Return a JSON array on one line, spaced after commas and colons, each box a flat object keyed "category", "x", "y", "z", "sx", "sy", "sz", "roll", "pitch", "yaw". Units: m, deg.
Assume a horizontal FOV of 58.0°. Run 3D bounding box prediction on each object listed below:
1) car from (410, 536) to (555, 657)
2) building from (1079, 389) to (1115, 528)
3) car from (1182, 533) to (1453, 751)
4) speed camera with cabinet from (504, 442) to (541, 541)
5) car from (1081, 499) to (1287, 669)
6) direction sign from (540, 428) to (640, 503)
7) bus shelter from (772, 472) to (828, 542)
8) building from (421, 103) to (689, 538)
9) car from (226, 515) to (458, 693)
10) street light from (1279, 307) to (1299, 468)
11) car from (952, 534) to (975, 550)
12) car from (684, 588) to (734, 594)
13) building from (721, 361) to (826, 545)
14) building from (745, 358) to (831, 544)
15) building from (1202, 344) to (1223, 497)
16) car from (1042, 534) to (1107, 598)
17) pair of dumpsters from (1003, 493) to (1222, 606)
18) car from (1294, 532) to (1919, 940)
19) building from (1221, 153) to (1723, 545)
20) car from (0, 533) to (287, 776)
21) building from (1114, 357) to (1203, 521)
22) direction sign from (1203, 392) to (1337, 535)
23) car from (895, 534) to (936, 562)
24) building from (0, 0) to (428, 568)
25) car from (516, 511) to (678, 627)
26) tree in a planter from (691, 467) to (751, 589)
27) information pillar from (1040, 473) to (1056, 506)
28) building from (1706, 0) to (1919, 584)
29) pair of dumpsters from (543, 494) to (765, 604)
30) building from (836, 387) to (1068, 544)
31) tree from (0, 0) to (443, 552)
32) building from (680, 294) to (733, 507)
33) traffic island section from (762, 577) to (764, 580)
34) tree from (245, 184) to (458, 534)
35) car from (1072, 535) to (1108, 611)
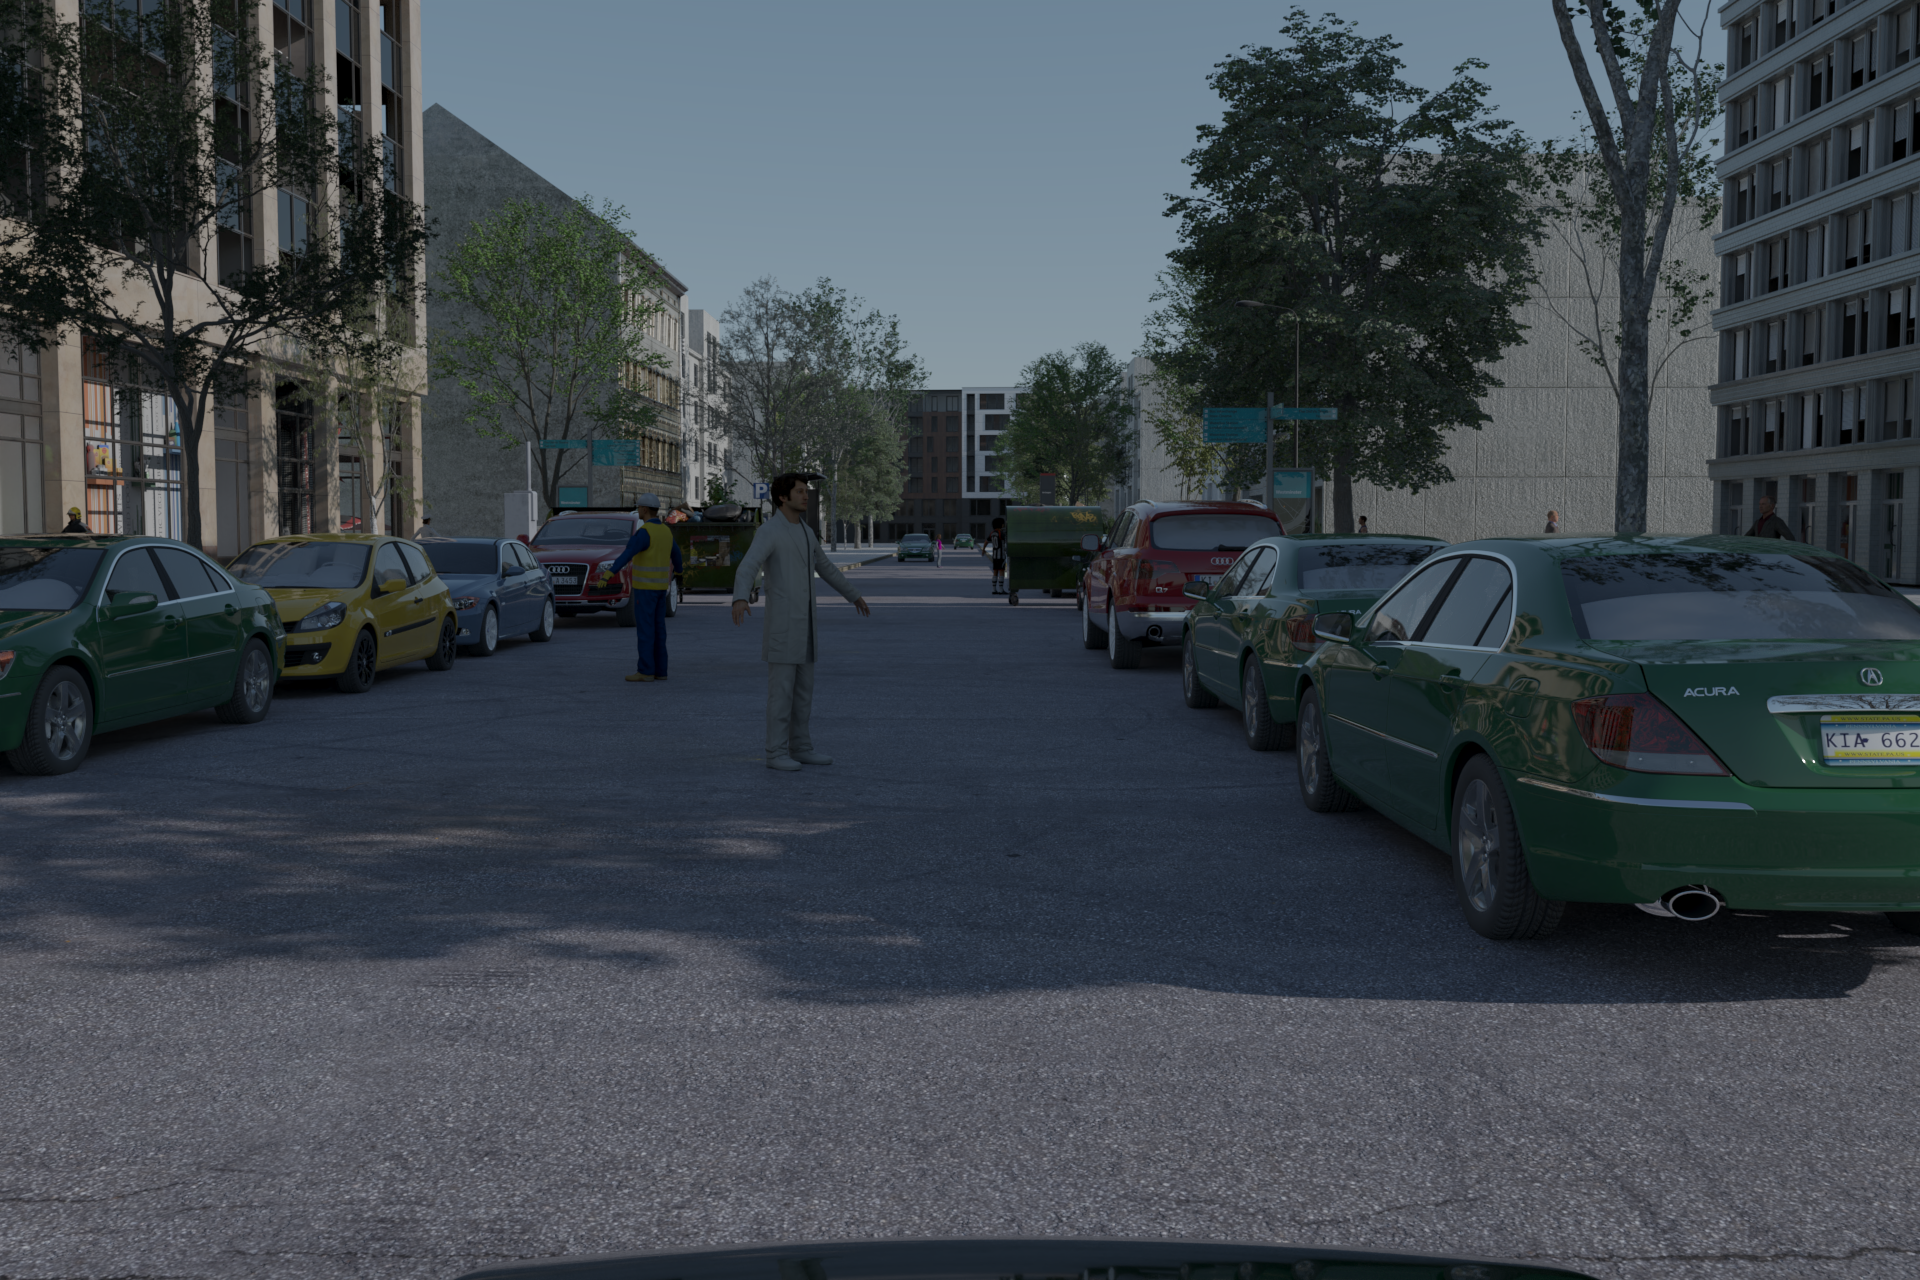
[{"category": "car", "x": -6.337, "y": -0.598, "z": 21.781, "sx": 2.014, "sy": 1.417, "sz": 4.499, "roll": 0, "pitch": 4, "yaw": 0}, {"category": "building", "x": 24.190, "y": -24.289, "z": 228.050, "sx": 19.493, "sy": 23.208, "sz": 18.063, "roll": 0, "pitch": 3, "yaw": 0}, {"category": "car", "x": 2.806, "y": -0.066, "z": 12.882, "sx": 2.131, "sy": 1.459, "sz": 4.920, "roll": 0, "pitch": 4, "yaw": -1}, {"category": "speed camera with cabinet", "x": -9.448, "y": -2.662, "z": 37.860, "sx": 0.660, "sy": 3.252, "sz": 2.038, "roll": 0, "pitch": 4, "yaw": -1}, {"category": "car", "x": 2.586, "y": -0.689, "z": 19.939, "sx": 2.281, "sy": 1.827, "sz": 5.304, "roll": 0, "pitch": 4, "yaw": -1}, {"category": "direction sign", "x": -9.324, "y": -3.396, "z": 44.281, "sx": 2.525, "sy": 3.948, "sz": 1.411, "roll": 0, "pitch": 4, "yaw": 0}, {"category": "bus shelter", "x": -6.290, "y": -4.725, "z": 68.543, "sx": 1.731, "sy": 3.624, "sz": 6.357, "roll": 0, "pitch": 4, "yaw": 0}, {"category": "building", "x": -26.544, "y": -16.325, "z": 97.849, "sx": 19.493, "sy": 23.208, "sz": 18.063, "roll": 0, "pitch": 4, "yaw": 1}, {"category": "car", "x": -6.200, "y": -0.402, "z": 16.800, "sx": 2.015, "sy": 1.641, "sz": 3.980, "roll": 0, "pitch": 4, "yaw": 0}, {"category": "street light", "x": 7.250, "y": -3.796, "z": 34.614, "sx": 1.470, "sy": 5.913, "sz": 1.316, "roll": 0, "pitch": 3, "yaw": 0}, {"category": "car", "x": 0.338, "y": -9.045, "z": 159.689, "sx": 2.131, "sy": 1.459, "sz": 4.920, "roll": 0, "pitch": 3, "yaw": 0}, {"category": "car", "x": -6.226, "y": -1.993, "z": 42.812, "sx": 2.015, "sy": 1.641, "sz": 3.980, "roll": 0, "pitch": 3, "yaw": 0}, {"category": "building", "x": -24.424, "y": -19.976, "z": 193.061, "sx": 16.747, "sy": 18.905, "sz": 31.486, "roll": 0, "pitch": 4, "yaw": -1}, {"category": "building", "x": -26.451, "y": -24.154, "z": 225.846, "sx": 19.493, "sy": 23.208, "sz": 18.063, "roll": 0, "pitch": 4, "yaw": 1}, {"category": "building", "x": 23.624, "y": -16.798, "z": 131.065, "sx": 16.016, "sy": 20.090, "sz": 11.380, "roll": 0, "pitch": 4, "yaw": 1}, {"category": "car", "x": 2.928, "y": -1.758, "z": 40.542, "sx": 2.131, "sy": 1.459, "sz": 4.920, "roll": 0, "pitch": 4, "yaw": -1}, {"category": "pair of dumpsters", "x": 3.087, "y": -1.825, "z": 34.793, "sx": 4.436, "sy": 2.255, "sz": 1.574, "roll": 0, "pitch": 4, "yaw": -1}, {"category": "car", "x": 2.728, "y": 0.259, "z": 7.558, "sx": 2.131, "sy": 1.459, "sz": 4.920, "roll": 0, "pitch": 4, "yaw": -1}, {"category": "building", "x": 24.108, "y": -13.628, "z": 89.269, "sx": 16.747, "sy": 18.905, "sz": 31.486, "roll": 0, "pitch": 4, "yaw": 1}, {"category": "car", "x": -6.233, "y": 0.001, "z": 11.780, "sx": 2.131, "sy": 1.459, "sz": 4.920, "roll": 0, "pitch": 3, "yaw": 0}, {"category": "building", "x": 25.817, "y": -19.261, "z": 181.377, "sx": 16.747, "sy": 18.905, "sz": 31.486, "roll": 0, "pitch": 4, "yaw": 1}, {"category": "direction sign", "x": 5.843, "y": -2.654, "z": 32.159, "sx": 2.525, "sy": 3.948, "sz": 1.411, "roll": 0, "pitch": 4, "yaw": 0}, {"category": "car", "x": -2.269, "y": -4.785, "z": 90.034, "sx": 2.131, "sy": 1.459, "sz": 4.920, "roll": 0, "pitch": 4, "yaw": 1}, {"category": "building", "x": -31.709, "y": -17.231, "z": 47.957, "sx": 22.709, "sy": 31.103, "sz": 35.509, "roll": 0, "pitch": 4, "yaw": 1}, {"category": "car", "x": -5.946, "y": -1.205, "z": 28.369, "sx": 2.281, "sy": 1.827, "sz": 5.304, "roll": 0, "pitch": 4, "yaw": 1}, {"category": "tree in a planter", "x": -6.418, "y": -2.989, "z": 46.087, "sx": 1.991, "sy": 3.239, "sz": 1.994, "roll": 0, "pitch": 4, "yaw": 1}, {"category": "information pillar", "x": 3.745, "y": -5.186, "z": 74.161, "sx": 0.750, "sy": 3.857, "sz": 0.750, "roll": 0, "pitch": 4, "yaw": -1}, {"category": "building", "x": 26.412, "y": -12.023, "z": 43.256, "sx": 8.464, "sy": 21.280, "sz": 15.925, "roll": 0, "pitch": 4, "yaw": 1}, {"category": "pair of dumpsters", "x": -6.283, "y": -1.882, "z": 35.720, "sx": 4.436, "sy": 2.255, "sz": 1.574, "roll": 0, "pitch": 4, "yaw": 1}, {"category": "building", "x": -0.749, "y": -24.884, "z": 253.279, "sx": 32.646, "sy": 21.610, "sz": 27.936, "roll": 0, "pitch": 4, "yaw": 5}, {"category": "tree", "x": -11.925, "y": -5.680, "z": 27.284, "sx": 8.767, "sy": 10.594, "sz": 7.601, "roll": 1, "pitch": 4, "yaw": 11}, {"category": "building", "x": -28.508, "y": -16.523, "z": 136.610, "sx": 16.747, "sy": 18.905, "sz": 31.486, "roll": 0, "pitch": 4, "yaw": 0}, {"category": "traffic island section", "x": -6.379, "y": -1.972, "z": 55.111, "sx": 1.991, "sy": 0.108, "sz": 1.994, "roll": 0, "pitch": 4, "yaw": 0}, {"category": "tree", "x": -12.242, "y": -5.266, "z": 36.468, "sx": 4.360, "sy": 8.622, "sz": 3.978, "roll": 0, "pitch": 3, "yaw": 0}, {"category": "car", "x": 3.060, "y": -1.308, "z": 31.178, "sx": 2.009, "sy": 1.686, "sz": 4.222, "roll": 0, "pitch": 4, "yaw": -1}]
